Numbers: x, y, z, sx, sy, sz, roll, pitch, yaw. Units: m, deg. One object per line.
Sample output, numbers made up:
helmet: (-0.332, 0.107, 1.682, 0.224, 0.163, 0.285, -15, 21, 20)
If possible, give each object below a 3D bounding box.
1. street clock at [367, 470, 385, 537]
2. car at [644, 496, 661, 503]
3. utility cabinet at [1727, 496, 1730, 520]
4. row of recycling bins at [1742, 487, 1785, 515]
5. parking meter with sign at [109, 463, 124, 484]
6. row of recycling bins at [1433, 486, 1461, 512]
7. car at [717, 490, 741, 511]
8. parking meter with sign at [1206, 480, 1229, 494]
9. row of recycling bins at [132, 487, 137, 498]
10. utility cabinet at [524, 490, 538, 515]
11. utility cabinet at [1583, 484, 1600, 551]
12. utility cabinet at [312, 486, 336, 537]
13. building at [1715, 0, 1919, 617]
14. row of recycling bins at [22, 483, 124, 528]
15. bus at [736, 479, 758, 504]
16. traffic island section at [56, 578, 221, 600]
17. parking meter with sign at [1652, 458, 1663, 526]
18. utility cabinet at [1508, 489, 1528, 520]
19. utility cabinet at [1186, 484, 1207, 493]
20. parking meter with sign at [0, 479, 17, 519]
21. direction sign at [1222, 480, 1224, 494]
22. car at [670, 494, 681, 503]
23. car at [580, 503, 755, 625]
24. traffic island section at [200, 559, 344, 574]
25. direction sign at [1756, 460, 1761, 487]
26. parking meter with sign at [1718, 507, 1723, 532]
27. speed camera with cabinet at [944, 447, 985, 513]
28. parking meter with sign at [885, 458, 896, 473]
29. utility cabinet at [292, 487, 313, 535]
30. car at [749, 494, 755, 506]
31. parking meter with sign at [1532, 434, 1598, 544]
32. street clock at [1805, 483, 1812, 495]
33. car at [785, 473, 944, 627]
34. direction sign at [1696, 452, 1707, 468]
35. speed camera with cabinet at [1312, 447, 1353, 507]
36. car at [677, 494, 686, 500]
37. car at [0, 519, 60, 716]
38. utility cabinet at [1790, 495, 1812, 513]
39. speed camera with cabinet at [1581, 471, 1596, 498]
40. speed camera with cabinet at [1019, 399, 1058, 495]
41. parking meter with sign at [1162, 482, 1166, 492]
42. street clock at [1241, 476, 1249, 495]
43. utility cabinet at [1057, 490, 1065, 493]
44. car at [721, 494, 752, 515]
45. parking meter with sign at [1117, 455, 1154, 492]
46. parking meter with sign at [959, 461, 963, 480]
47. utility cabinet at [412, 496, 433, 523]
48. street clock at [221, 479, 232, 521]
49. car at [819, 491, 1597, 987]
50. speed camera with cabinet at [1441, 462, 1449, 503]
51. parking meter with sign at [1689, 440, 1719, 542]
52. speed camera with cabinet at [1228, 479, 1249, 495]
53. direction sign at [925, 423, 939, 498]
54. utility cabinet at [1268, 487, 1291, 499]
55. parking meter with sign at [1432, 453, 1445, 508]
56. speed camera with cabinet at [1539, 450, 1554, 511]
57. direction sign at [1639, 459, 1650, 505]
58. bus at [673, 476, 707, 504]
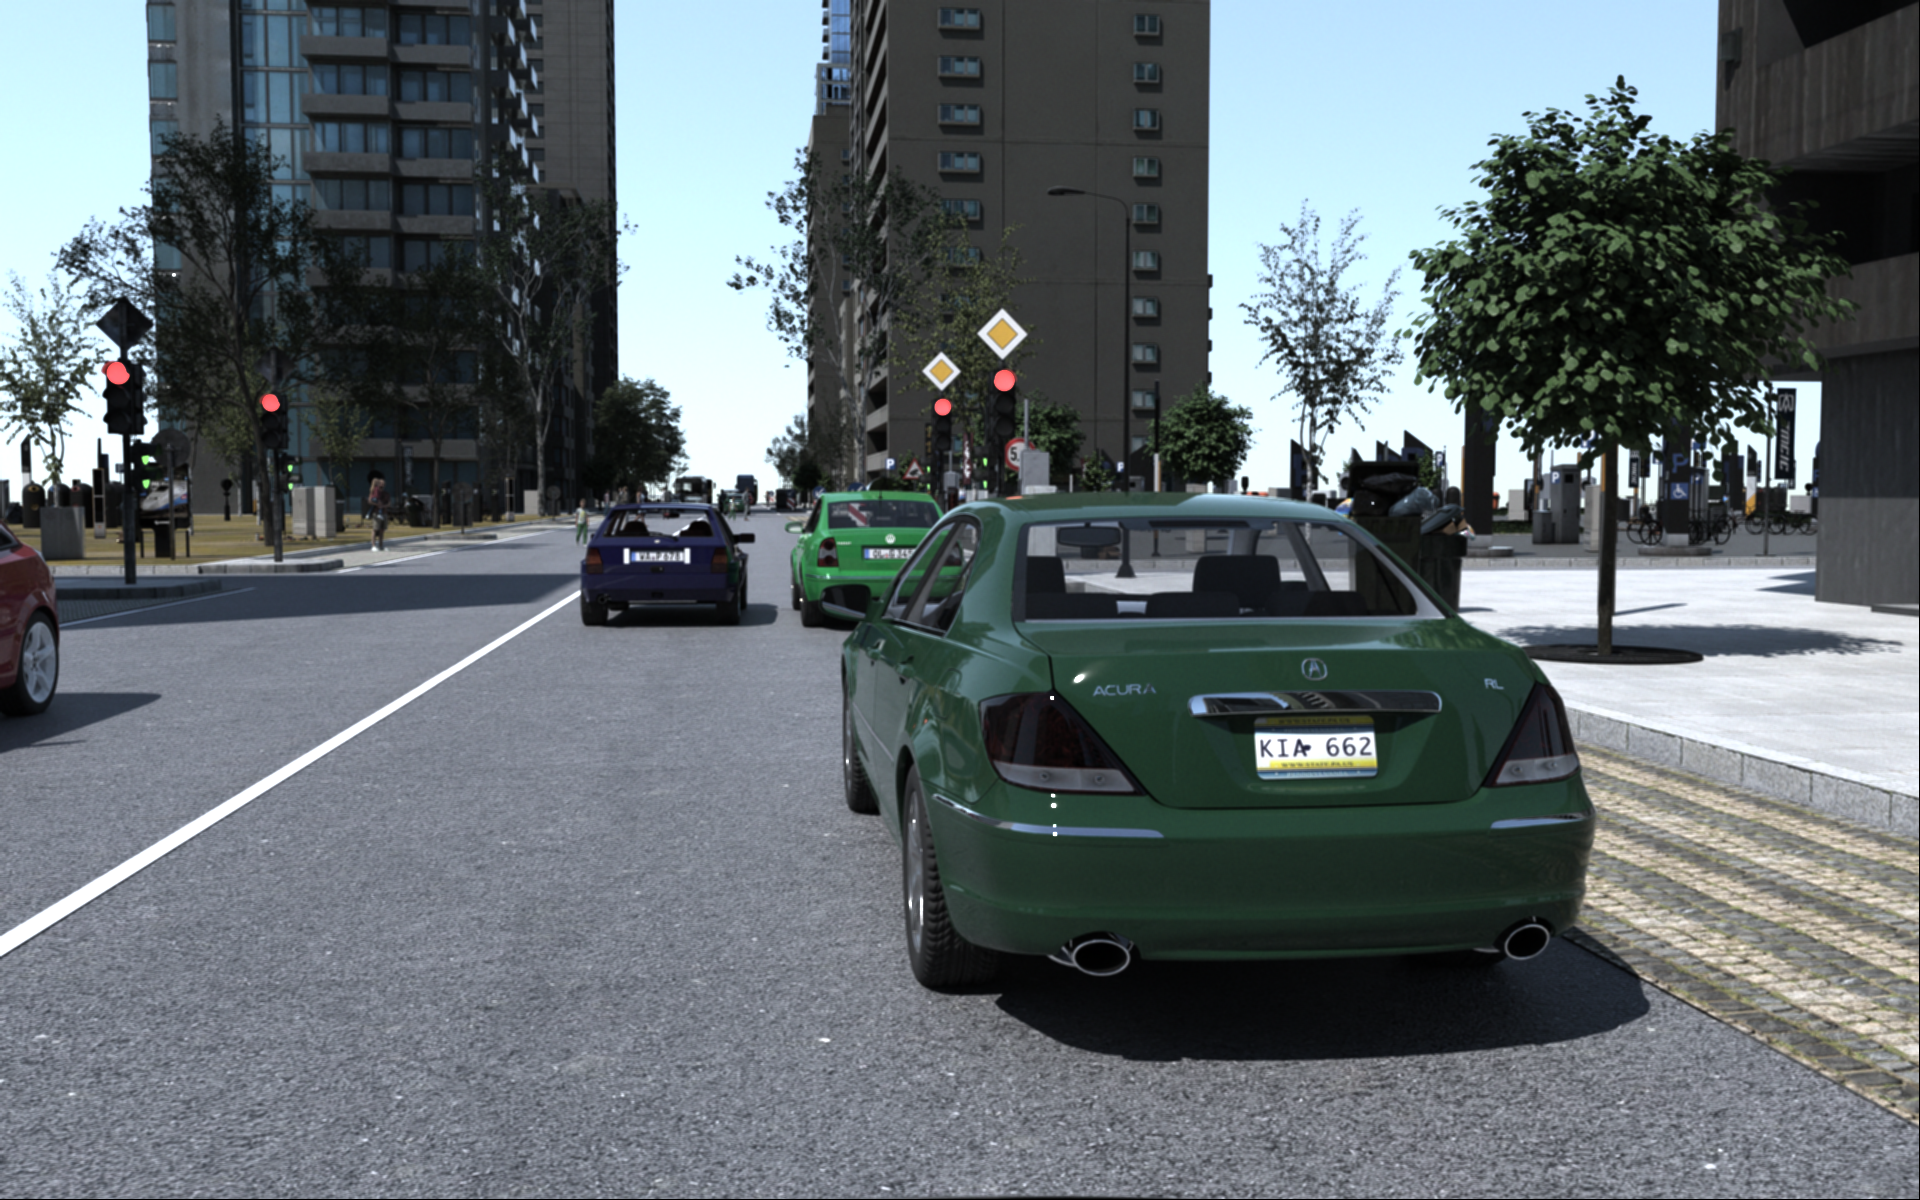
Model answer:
street clock: (-17.589, -2.915, 52.223, 0.471, 2.002, 0.358, 0, 4, -4)
car: (-20.008, -6.150, 113.138, 1.945, 1.354, 3.894, -1, 4, -8)
utility cabinet: (33.123, -3.933, 75.473, 1.020, 1.237, 0.306, -3, 4, -36)
row of recycling bins: (44.494, -5.449, 96.205, 1.069, 1.692, 3.534, -1, 4, -12)
parking meter with sign: (-48.331, -6.288, 99.062, 1.738, 3.016, 0.543, 3, 5, 41)
row of recycling bins: (25.440, -5.319, 94.072, 3.534, 1.692, 1.069, 2, 4, 34)
car: (-19.354, -8.403, 146.056, 2.281, 1.827, 5.304, -1, 4, -9)
parking meter with sign: (13.044, -5.523, 86.562, 1.738, 3.016, 0.543, -1, 4, -23)
row of recycling bins: (-33.560, -3.843, 69.952, 1.069, 1.692, 3.534, 0, 4, 0)
utility cabinet: (-25.789, -5.889, 104.965, 1.173, 1.500, 0.318, 0, 4, 3)
utility cabinet: (14.171, -1.837, 38.714, 0.318, 1.500, 1.173, 1, 4, 12)
utility cabinet: (-18.665, -2.586, 50.962, 0.318, 1.500, 1.173, -2, 4, -34)
building: (15.870, -15.036, 17.534, 14.160, 30.474, 14.107, 0, 4, -7)
row of recycling bins: (-33.523, -3.555, 65.232, 3.534, 1.692, 1.069, 0, 4, 1)
bus: (-31.032, -15.966, 252.587, 2.896, 3.916, 12.252, -1, 4, -9)
traffic island section: (-11.889, -0.153, 24.790, 2.009, 0.180, 2.903, 0, 4, -7)
parking meter with sign: (27.788, -4.391, 68.052, 0.543, 3.016, 1.738, 0, 4, 1)
utility cabinet: (26.735, -4.513, 82.468, 1.173, 1.500, 0.318, 1, 4, 21)
utility cabinet: (5.177, -1.786, 37.888, 0.318, 1.500, 1.173, 0, 3, 0)
parking meter with sign: (-49.146, -5.656, 88.731, 1.738, 3.016, 0.543, 0, 4, 3)
direction sign: (8.696, -3.990, 57.238, 0.379, 3.537, 0.876, 1, 4, 19)
car: (-23.844, -7.975, 142.189, 2.131, 1.459, 4.920, 0, 4, -6)
car: (-3.393, -0.472, 20.290, 1.945, 1.354, 3.894, 0, 4, -5)
traffic island section: (-12.889, -0.638, 32.713, 2.009, 0.180, 2.903, 0, 4, -7)
direction sign: (53.604, -7.619, 116.572, 0.379, 3.537, 0.876, -1, 4, -11)
parking meter with sign: (24.668, -3.772, 57.936, 1.738, 3.016, 0.543, -1, 4, -13)
speed camera with cabinet: (0.236, -4.777, 72.442, 2.038, 3.252, 0.660, -1, 4, -15)
parking meter with sign: (-3.061, -5.448, 85.328, 0.543, 3.016, 1.738, 1, 4, 23)
utility cabinet: (-20.458, -2.770, 53.973, 0.318, 1.500, 1.173, -3, 5, -41)
car: (-26.296, -12.466, 212.851, 2.155, 1.783, 4.494, 0, 4, -7)
parking meter with sign: (15.524, -2.950, 44.493, 1.738, 3.016, 0.543, -2, 4, -25)
street clock: (56.635, -6.790, 115.583, 0.358, 2.002, 0.471, -1, 4, -21)
car: (-1.025, -0.694, 20.136, 1.959, 1.807, 4.718, 0, 4, -8)
direction sign: (39.659, -6.169, 92.858, 0.876, 3.537, 0.379, -1, 4, -23)
speed camera with cabinet: (15.715, -4.790, 72.650, 2.038, 3.252, 0.660, 3, 5, 40)
car: (-24.457, -8.314, 147.728, 2.131, 1.459, 4.920, -1, 4, -9)
car: (-6.681, -0.042, 9.721, 2.155, 1.783, 4.494, 0, 4, -7)
utility cabinet: (39.533, -4.292, 81.343, 0.306, 1.237, 1.020, -2, 4, -30)
speed camera with cabinet: (33.173, -6.055, 93.337, 2.038, 3.252, 0.660, 3, 5, 41)
speed camera with cabinet: (1.612, -2.513, 35.431, 0.660, 3.252, 2.038, 0, 4, -3)
parking meter with sign: (12.828, -7.016, 110.970, 1.738, 3.016, 0.543, -1, 4, -17)
street clock: (11.714, -4.077, 71.226, 0.358, 2.002, 0.471, 1, 4, 19)
utility cabinet: (6.008, -5.841, 104.183, 0.318, 1.500, 1.173, 1, 4, 21)
car: (-15.372, -6.566, 119.150, 2.131, 1.459, 4.920, 0, 4, -8)
parking meter with sign: (7.457, -4.733, 73.648, 1.738, 3.016, 0.543, 2, 4, 26)
parking meter with sign: (-0.318, -5.247, 82.045, 0.543, 3.016, 1.738, 3, 5, 42)
utility cabinet: (-23.555, -3.965, 75.987, 0.306, 1.237, 1.020, 2, 4, 24)
street clock: (-35.142, -4.798, 83.020, 0.358, 2.002, 0.471, 2, 4, 32)
car: (0.567, 0.320, 6.565, 2.131, 1.459, 4.920, 0, 4, -8)
speed camera with cabinet: (30.116, -6.962, 108.167, 0.660, 3.252, 2.038, 1, 4, 12)
parking meter with sign: (20.179, -3.119, 47.257, 0.543, 3.016, 1.738, 2, 4, 32)
speed camera with cabinet: (16.859, -6.790, 105.345, 0.660, 3.252, 2.038, -2, 4, -23)
direction sign: (-0.848, -3.854, 55.008, 0.379, 3.537, 0.876, -2, 4, -35)
utility cabinet: (10.042, -2.793, 54.339, 0.318, 1.500, 1.173, 2, 4, 33)
parking meter with sign: (19.710, -4.739, 73.735, 1.738, 3.016, 0.543, -1, 4, -16)
speed camera with cabinet: (26.027, -5.084, 77.452, 0.660, 3.252, 2.038, 0, 4, -1)
direction sign: (32.205, -5.473, 81.479, 0.876, 3.537, 0.379, -3, 4, -38)
bus: (-26.014, -10.572, 167.706, 2.948, 3.499, 13.247, 0, 4, -6)
